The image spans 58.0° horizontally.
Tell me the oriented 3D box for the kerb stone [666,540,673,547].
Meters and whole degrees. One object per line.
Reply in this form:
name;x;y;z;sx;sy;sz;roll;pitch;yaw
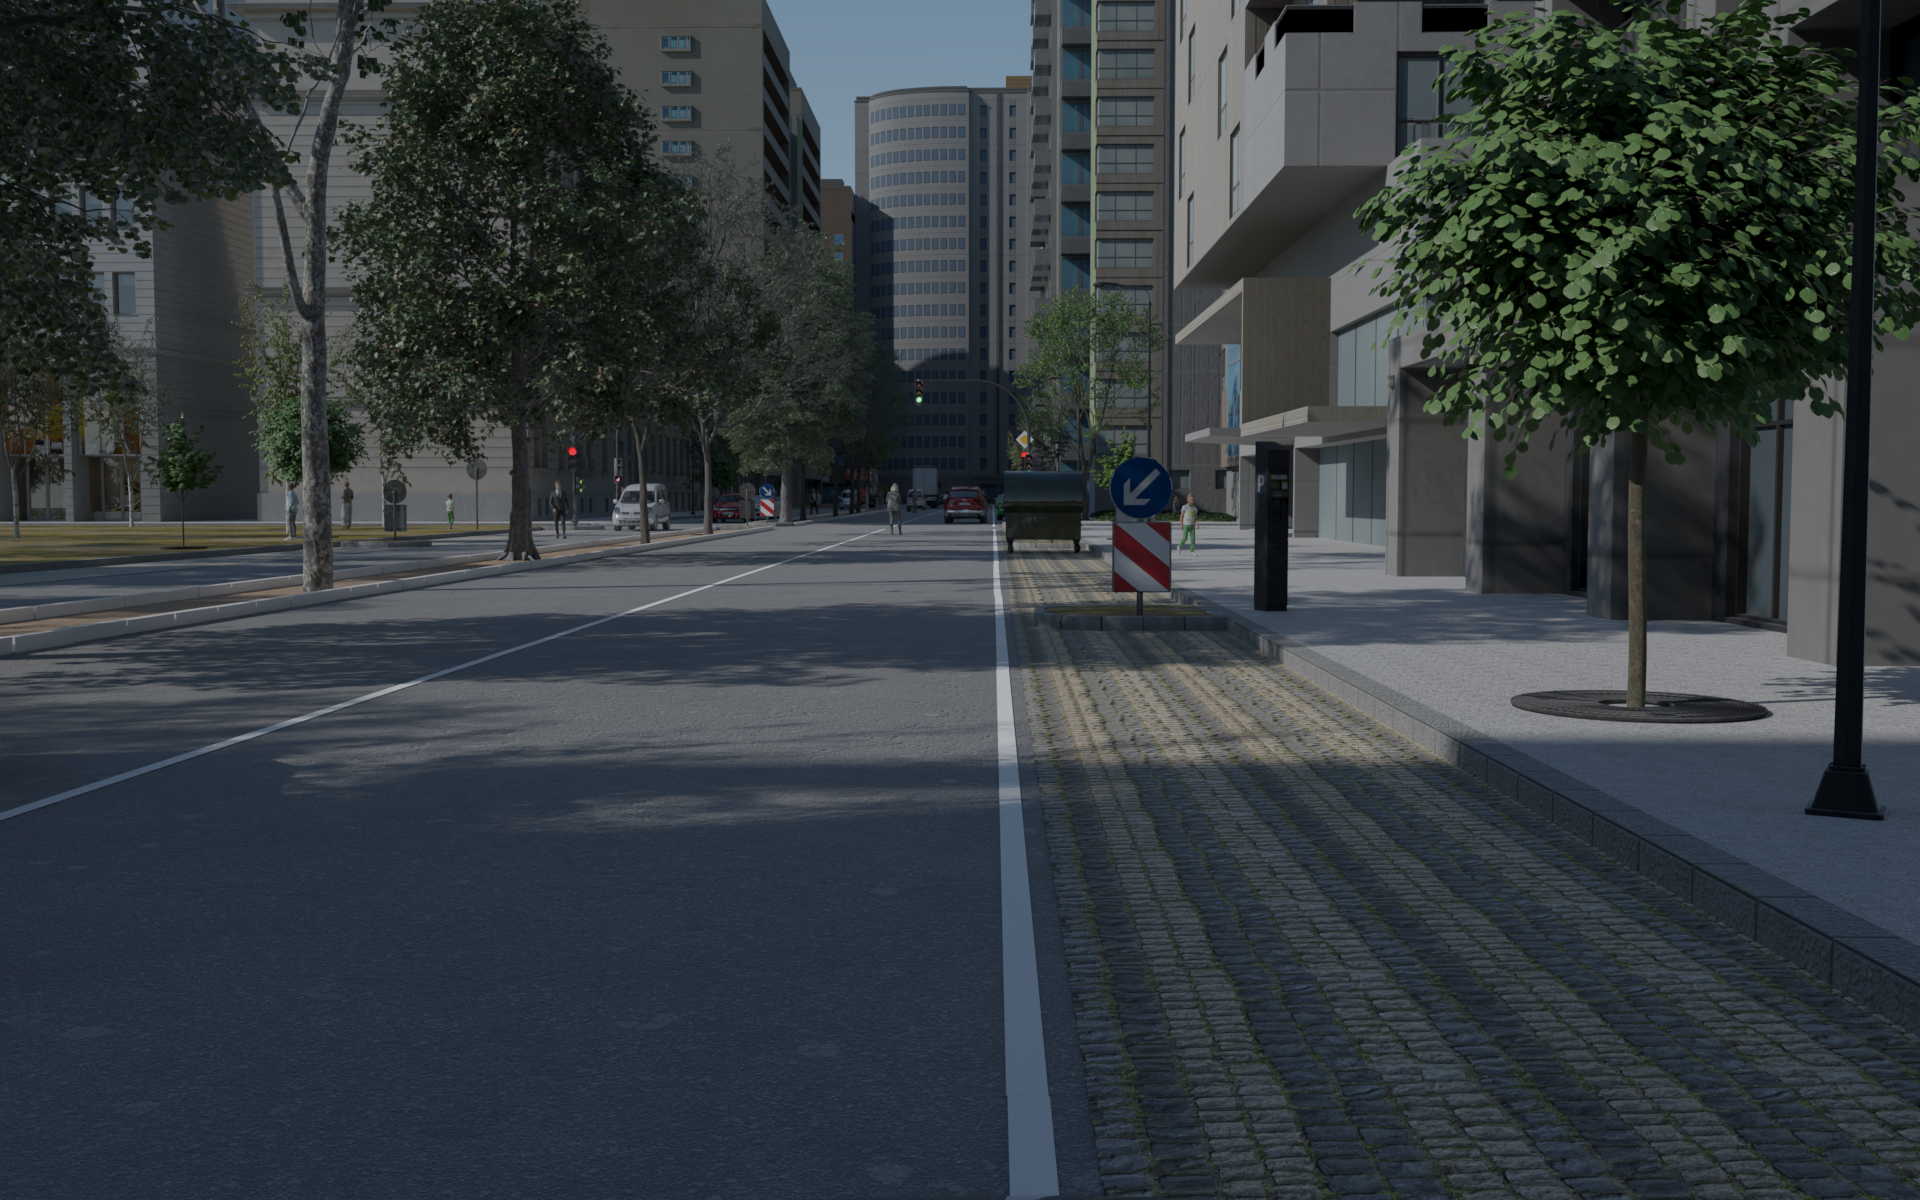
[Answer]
kerb stone;-7.987;-1.507;46.835;0.120;0.150;1.000;0;4;1

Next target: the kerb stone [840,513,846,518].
kerb stone;-6.964;-4.862;101.689;0.120;0.150;1.000;0;4;1

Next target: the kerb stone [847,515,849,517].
kerb stone;-6.926;-4.986;103.739;0.120;0.150;1.000;0;4;1

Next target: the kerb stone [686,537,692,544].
kerb stone;-7.934;-1.695;49.911;0.120;0.150;1.000;0;4;1

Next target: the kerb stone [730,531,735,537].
kerb stone;-7.784;-2.196;58.129;0.120;0.150;1.000;0;4;1

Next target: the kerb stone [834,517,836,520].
kerb stone;-7.078;-4.486;95.544;0.120;0.150;1.000;0;4;1

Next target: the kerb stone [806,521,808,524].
kerb stone;-7.341;-3.605;81.203;0.120;0.150;1.000;0;4;1

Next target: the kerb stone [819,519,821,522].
kerb stone;-7.232;-3.984;87.361;0.120;0.150;1.000;0;4;1

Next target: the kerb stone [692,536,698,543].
kerb stone;-7.915;-1.758;50.935;0.120;0.150;1.000;0;4;1

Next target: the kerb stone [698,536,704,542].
kerb stone;-7.893;-1.821;51.965;0.120;0.150;1.000;0;4;1

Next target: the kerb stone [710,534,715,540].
kerb stone;-7.852;-1.946;54.019;0.120;0.150;1.000;0;4;1

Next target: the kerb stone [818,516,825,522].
kerb stone;-7.198;-4.111;89.409;0.120;0.150;1.000;0;4;1

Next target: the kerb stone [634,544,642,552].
kerb stone;-8.062;-1.257;42.743;0.120;0.150;1.000;0;4;1

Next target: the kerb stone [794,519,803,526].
kerb stone;-7.386;-3.482;79.144;0.120;0.150;1.000;0;4;1

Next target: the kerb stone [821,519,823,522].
kerb stone;-7.211;-4.046;88.383;0.120;0.150;1.000;0;4;1

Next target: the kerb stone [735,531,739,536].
kerb stone;-7.757;-2.255;59.151;0.120;0.150;1.000;0;4;1

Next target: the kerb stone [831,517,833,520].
kerb stone;-7.116;-4.361;93.500;0.120;0.150;1.000;0;4;1

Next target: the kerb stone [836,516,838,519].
kerb stone;-7.067;-4.541;96.567;0.120;0.150;1.000;0;4;1

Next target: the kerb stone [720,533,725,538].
kerb stone;-7.814;-2.073;56.081;0.120;0.150;1.000;0;4;1

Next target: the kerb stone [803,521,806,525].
kerb stone;-7.366;-3.546;80.175;0.120;0.150;1.000;0;4;1

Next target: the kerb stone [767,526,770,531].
kerb stone;-7.606;-2.760;67.343;0.120;0.150;1.000;0;4;1

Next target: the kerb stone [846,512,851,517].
kerb stone;-6.885;-5.113;105.785;0.120;0.150;1.000;0;4;1

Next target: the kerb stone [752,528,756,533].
kerb stone;-7.678;-2.505;63.243;0.120;0.150;1.000;0;4;1

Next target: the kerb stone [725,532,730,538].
kerb stone;-7.793;-2.133;57.102;0.120;0.150;1.000;0;4;1

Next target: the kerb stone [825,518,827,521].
kerb stone;-7.170;-4.169;90.433;0.120;0.150;1.000;0;4;1

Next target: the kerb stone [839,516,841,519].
kerb stone;-7.015;-4.674;98.622;0.120;0.150;1.000;0;4;1

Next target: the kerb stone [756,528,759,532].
kerb stone;-7.667;-2.573;64.273;0.120;0.150;1.000;0;4;1

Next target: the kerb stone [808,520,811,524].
kerb stone;-7.324;-3.671;82.232;0.120;0.150;1.000;0;4;1

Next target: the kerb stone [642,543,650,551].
kerb stone;-8.048;-1.319;43.765;0.120;0.150;1.000;0;4;1

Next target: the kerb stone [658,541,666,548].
kerb stone;-8.004;-1.444;45.812;0.120;0.150;1.000;0;4;1

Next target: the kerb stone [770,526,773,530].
kerb stone;-7.587;-2.816;68.365;0.120;0.150;1.000;0;4;1

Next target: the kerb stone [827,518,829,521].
kerb stone;-7.155;-4.234;91.455;0.120;0.150;1.000;0;4;1

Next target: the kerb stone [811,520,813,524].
kerb stone;-7.312;-3.735;83.254;0.120;0.150;1.000;0;4;1

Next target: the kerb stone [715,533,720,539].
kerb stone;-7.835;-2.009;55.046;0.120;0.150;1.000;0;4;1

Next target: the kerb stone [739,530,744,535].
kerb stone;-7.740;-2.318;60.172;0.120;0.150;1.000;0;4;1

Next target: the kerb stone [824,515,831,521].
kerb stone;-7.135;-4.297;92.477;0.120;0.150;1.000;0;4;1

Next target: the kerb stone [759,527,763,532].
kerb stone;-7.643;-2.636;65.295;0.120;0.150;1.000;0;4;1

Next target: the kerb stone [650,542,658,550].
kerb stone;-8.024;-1.382;44.787;0.120;0.150;1.000;0;4;1

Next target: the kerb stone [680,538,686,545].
kerb stone;-7.946;-1.626;48.885;0.120;0.150;1.000;0;4;1

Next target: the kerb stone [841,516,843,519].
kerb stone;-7.001;-4.731;99.645;0.120;0.150;1.000;0;4;1

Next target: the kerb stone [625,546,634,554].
kerb stone;-8.083;-1.192;41.717;0.120;0.150;1.000;0;4;1

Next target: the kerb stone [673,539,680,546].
kerb stone;-7.967;-1.570;47.857;0.120;0.150;1.000;0;4;1

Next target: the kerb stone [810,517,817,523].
kerb stone;-7.279;-3.860;85.307;0.120;0.150;1.000;0;4;1

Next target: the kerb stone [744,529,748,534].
kerb stone;-7.721;-2.385;61.194;0.120;0.150;1.000;0;4;1

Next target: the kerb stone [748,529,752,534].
kerb stone;-7.701;-2.448;62.215;0.120;0.150;1.000;0;4;1

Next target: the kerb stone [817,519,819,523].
kerb stone;-7.245;-3.921;86.335;0.120;0.150;1.000;0;4;1

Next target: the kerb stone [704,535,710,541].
kerb stone;-7.872;-1.884;52.992;0.120;0.150;1.000;0;4;1

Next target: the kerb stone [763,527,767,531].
kerb stone;-7.627;-2.699;66.320;0.120;0.150;1.000;0;4;1

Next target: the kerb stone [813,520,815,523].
kerb stone;-7.290;-3.797;84.282;0.120;0.150;1.000;0;4;1
